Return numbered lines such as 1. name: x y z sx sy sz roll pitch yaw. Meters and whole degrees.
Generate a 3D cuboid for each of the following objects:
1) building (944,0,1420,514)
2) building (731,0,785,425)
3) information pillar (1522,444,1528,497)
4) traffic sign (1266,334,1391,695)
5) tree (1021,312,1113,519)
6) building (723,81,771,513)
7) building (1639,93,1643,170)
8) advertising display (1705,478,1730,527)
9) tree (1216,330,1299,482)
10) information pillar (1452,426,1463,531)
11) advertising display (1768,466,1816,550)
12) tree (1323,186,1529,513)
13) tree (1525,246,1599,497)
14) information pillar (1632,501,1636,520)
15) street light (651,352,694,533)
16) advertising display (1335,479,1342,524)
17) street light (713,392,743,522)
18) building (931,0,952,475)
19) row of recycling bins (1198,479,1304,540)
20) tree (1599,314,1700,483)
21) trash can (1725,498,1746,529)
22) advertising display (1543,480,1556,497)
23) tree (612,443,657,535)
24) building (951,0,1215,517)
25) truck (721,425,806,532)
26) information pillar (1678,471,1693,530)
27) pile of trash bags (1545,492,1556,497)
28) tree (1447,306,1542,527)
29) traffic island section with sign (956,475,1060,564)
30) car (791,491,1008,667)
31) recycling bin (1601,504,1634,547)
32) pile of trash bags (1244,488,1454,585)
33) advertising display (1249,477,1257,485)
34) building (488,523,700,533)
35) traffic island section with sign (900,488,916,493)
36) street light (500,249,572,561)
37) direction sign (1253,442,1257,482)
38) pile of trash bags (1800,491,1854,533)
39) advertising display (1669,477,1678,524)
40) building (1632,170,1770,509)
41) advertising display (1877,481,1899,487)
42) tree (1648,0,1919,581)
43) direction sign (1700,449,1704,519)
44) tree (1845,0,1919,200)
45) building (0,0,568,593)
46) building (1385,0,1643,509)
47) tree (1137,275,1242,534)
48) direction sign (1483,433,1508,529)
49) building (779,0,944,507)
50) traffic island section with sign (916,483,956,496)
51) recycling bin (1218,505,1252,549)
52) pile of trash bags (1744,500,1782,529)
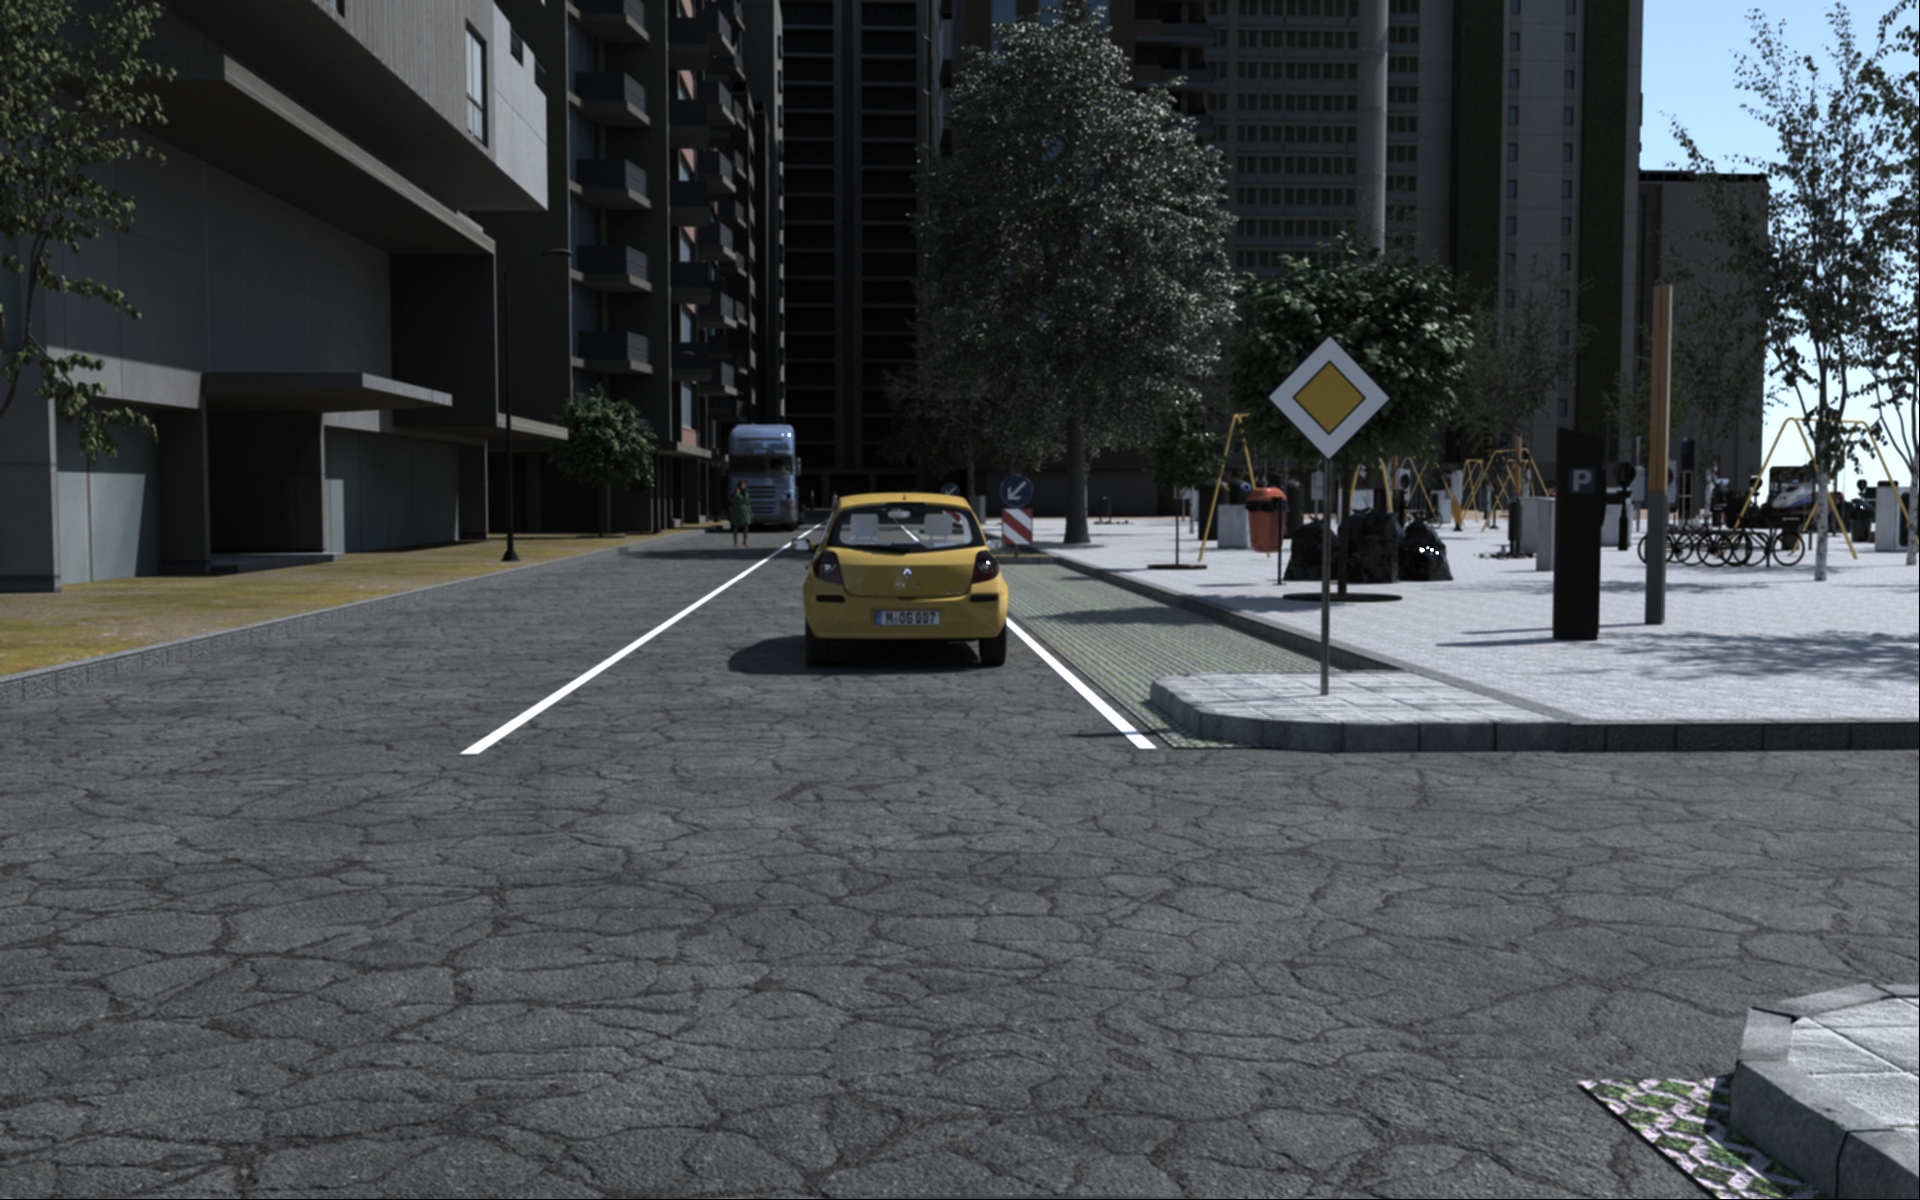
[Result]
1. building: 15.101 -26.382 123.219 32.217 40.220 23.993 0 4 -3
2. building: -26.289 -32.164 149.581 21.600 48.544 21.300 0 4 -3
3. information pillar: 26.134 -5.429 80.123 0.183 3.616 0.504 0 4 -1
4. traffic sign: 2.325 -0.450 10.996 0.795 2.450 0.064 0 4 -3
5. tree: 4.350 -6.911 63.359 4.737 8.622 4.395 0 3 0
6. building: -20.734 -21.387 121.384 14.160 30.474 14.107 0 4 -3
7. building: 60.554 -30.345 179.741 14.086 41.232 14.154 0 4 -3
8. advertising display: 29.478 -3.804 67.413 0.974 1.923 0.123 0 4 -7
9. tree: 12.802 -7.565 74.049 4.737 8.622 4.395 0 3 0
10. information pillar: 17.222 -4.196 59.959 0.183 3.616 0.504 -1 4 -16
11. advertising display: 19.176 -2.124 39.937 0.974 1.923 0.123 3 5 40
12. tree: 10.450 -5.568 41.392 4.360 8.622 3.978 0 3 0
13. tree: 16.648 -6.178 51.374 4.360 8.622 3.978 0 3 0
14. information pillar: 32.998 -4.926 85.027 0.304 2.012 0.304 0 4 3
15. street light: -9.413 -5.151 56.766 1.470 5.913 1.316 0 4 -3
16. advertising display: 16.434 -4.232 74.406 0.123 1.923 0.974 3 5 43
17. street light: -10.609 -6.528 79.268 1.470 5.913 1.316 0 4 -3
18. building: 11.435 -34.203 148.449 28.713 52.752 27.495 0 4 -3
19. row of recycling bins: 8.216 -2.563 49.013 3.534 1.692 1.069 -2 4 -31
20. tree: 28.787 -7.417 71.636 4.737 8.622 4.395 0 3 0
21. trash can: 28.588 -3.194 63.871 0.748 1.137 0.748 0 3 0
22. advertising display: 28.104 -4.700 82.060 0.974 1.923 0.123 0 4 3
23. tree: -10.098 -3.694 54.994 1.663 3.219 1.824 0 3 0
24. building: 6.755 -27.728 103.464 14.600 45.320 14.200 0 4 -3
25. truck: -7.952 -5.082 72.845 2.967 4.110 18.799 0 4 -4
26. information pillar: 23.505 -3.159 56.148 0.304 2.012 0.304 -1 4 -8
27. pile of trash bags: 28.688 -4.284 79.798 3.447 1.369 1.912 2 4 25
28. tree: 20.517 -7.134 67.009 4.737 8.622 4.395 0 3 0
29. traffic island section with sign: 1.006 -1.671 35.949 1.989 1.847 2.006 0 4 -3
30. car: -0.550 -0.345 15.861 2.015 1.641 3.980 0 4 -4
31. recycling bin: 16.179 -1.841 42.662 0.722 1.027 0.722 2 4 24
32. pile of trash bags: 5.532 -0.960 25.442 3.447 1.369 1.912 -2 4 -35
33. advertising display: 10.911 -3.628 64.527 0.123 1.923 0.974 1 4 19
34. building: -20.696 -25.354 69.157 22.147 44.769 28.867 0 4 -3
35. traffic island section with sign: -4.630 -8.032 139.947 1.989 1.847 2.006 0 4 -3
36. street light: -8.063 -3.698 33.000 1.470 5.913 1.316 0 4 -3
37. direction sign: 10.399 -4.228 61.128 0.379 3.537 0.876 1 4 17
38. pile of trash bags: 28.714 -2.932 57.693 1.912 1.369 3.447 2 4 30
39. advertising display: 25.881 -3.580 63.753 0.974 1.923 0.123 0 4 8
40. building: 63.447 -23.651 158.389 14.107 30.474 14.160 0 4 -3
41. advertising display: 45.057 -4.827 84.142 0.123 1.923 0.974 -2 4 -32
42. tree: 12.506 -4.589 25.395 4.360 8.622 3.978 0 3 0
43. direction sign: 37.467 -5.854 87.717 0.379 3.537 0.876 0 4 5
44. tree: 10.568 -3.993 15.641 4.737 8.622 4.395 0 3 0
45. building: -23.529 -27.117 32.595 28.713 52.752 27.495 0 4 -3
46. building: 42.497 -37.375 153.080 28.212 58.520 21.231 0 4 -3
47. tree: 7.379 -6.443 55.713 4.360 8.622 3.978 0 3 0
48. direction sign: 19.745 -4.399 63.913 0.876 3.537 0.379 0 3 0
49. building: -8.597 -45.293 178.799 20.611 71.187 20.563 0 4 -3
50. traffic island section with sign: -0.490 -3.353 63.456 1.989 1.847 2.006 0 4 -3
51. recycling bin: 6.557 -1.741 41.018 0.722 1.027 0.722 2 4 29
52. pile of trash bags: 31.078 -3.344 64.432 3.447 1.369 1.912 0 4 5
